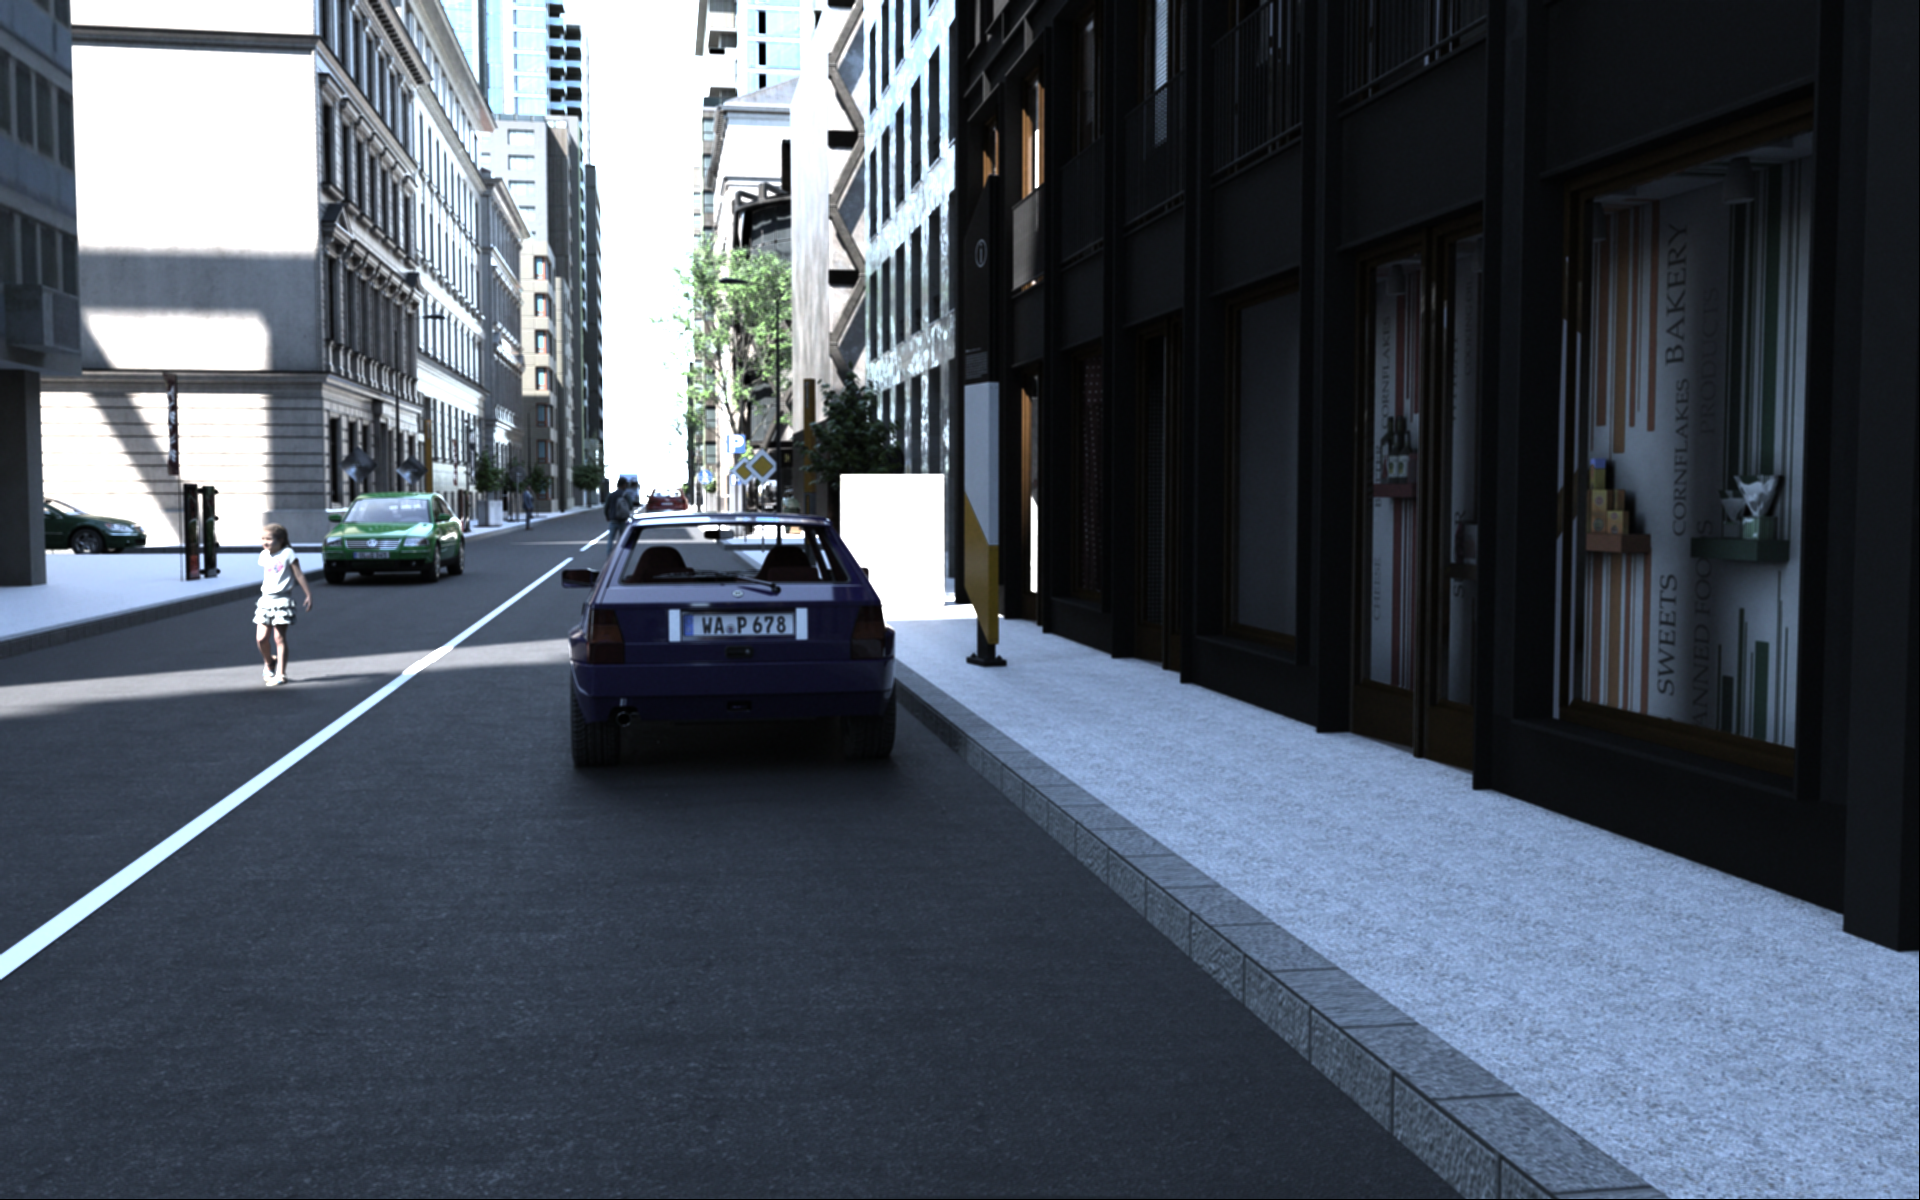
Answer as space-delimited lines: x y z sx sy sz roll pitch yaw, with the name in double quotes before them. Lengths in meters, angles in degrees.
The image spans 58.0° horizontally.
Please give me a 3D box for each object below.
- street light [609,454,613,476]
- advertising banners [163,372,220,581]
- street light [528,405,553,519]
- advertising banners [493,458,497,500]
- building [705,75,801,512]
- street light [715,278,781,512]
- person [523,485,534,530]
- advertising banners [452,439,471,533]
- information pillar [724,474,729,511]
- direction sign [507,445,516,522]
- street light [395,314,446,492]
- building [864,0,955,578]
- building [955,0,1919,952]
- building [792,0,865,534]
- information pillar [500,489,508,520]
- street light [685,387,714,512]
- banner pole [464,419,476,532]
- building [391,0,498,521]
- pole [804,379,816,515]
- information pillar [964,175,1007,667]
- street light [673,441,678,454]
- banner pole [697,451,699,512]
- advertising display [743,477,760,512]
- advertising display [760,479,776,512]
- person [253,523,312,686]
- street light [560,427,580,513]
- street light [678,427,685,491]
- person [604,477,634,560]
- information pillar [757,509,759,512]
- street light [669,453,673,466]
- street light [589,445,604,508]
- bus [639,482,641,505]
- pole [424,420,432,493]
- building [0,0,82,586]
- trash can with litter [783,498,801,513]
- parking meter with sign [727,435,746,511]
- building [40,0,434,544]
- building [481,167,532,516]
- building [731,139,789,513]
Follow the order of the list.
"street light" -41.050 -14.003 201.490 1.470 5.913 1.316 -1 4 -10
"advertising banners" -11.478 -1.815 25.864 0.090 3.025 2.074 0 4 -5
"street light" -21.812 -7.183 89.981 1.470 5.913 1.316 -1 4 -10
"advertising banners" -19.210 -4.611 71.578 0.090 3.025 2.074 -1 4 -16
"building" -9.233 -19.007 108.022 12.463 27.353 25.104 -1 4 -10
"street light" -4.478 -3.972 37.478 1.470 5.913 1.316 -1 4 -10
"person" -17.453 -3.749 69.983 0.419 1.800 0.721 0 3 0
"advertising banners" -16.225 -3.678 56.322 0.090 3.025 2.074 0 4 -2
"information pillar" -8.444 -3.601 63.366 0.304 2.012 0.304 -1 4 -17
"direction sign" -20.626 -5.354 79.527 0.379 3.537 0.876 -1 4 -17
"street light" -13.996 -4.422 44.845 1.470 5.913 1.316 -1 4 -10
"building" 4.535 -10.665 29.126 10.420 20.320 16.860 -1 4 -10
"building" 7.342 -11.210 12.958 12.332 23.373 15.834 -1 4 -10
"building" 3.538 -11.540 56.133 16.811 18.784 16.820 -1 4 -10
"information pillar" -22.162 -4.875 84.198 0.304 2.012 0.304 -2 4 -32
"street light" -11.006 -6.270 75.048 1.470 5.913 1.316 -1 4 -10
"banner pole" -16.500 -4.183 58.411 0.401 3.779 0.863 1 4 10
"building" -29.940 -14.871 76.419 16.112 22.955 30.059 -1 4 -10
"pole" -2.662 -2.256 30.721 0.158 3.312 0.155 0 3 0
"information pillar" 0.167 -1.324 13.007 0.183 3.616 0.504 -1 4 -22
"street light" -23.949 -10.900 150.753 1.470 5.913 1.316 -1 4 -10
"banner pole" -15.374 -6.828 101.654 0.401 3.779 0.863 -1 4 -11
"advertising display" -6.503 -2.957 53.556 0.123 1.923 0.974 1 4 14
"advertising display" -8.318 -4.279 75.178 0.974 1.923 0.123 -1 4 -21
"person" -5.095 0.026 13.093 0.505 1.210 0.382 1 4 12
"street light" -27.051 -9.027 120.127 1.470 5.913 1.316 -1 4 -10
"street light" -18.435 -8.969 119.191 1.470 5.913 1.316 -1 4 -10
"person" -7.170 -1.685 36.397 0.623 1.781 0.721 -1 4 -8
"information pillar" -9.071 -4.401 76.445 0.304 2.012 0.304 3 5 39
"street light" -31.639 -13.597 194.851 1.470 5.913 1.316 -1 4 -10
"street light" -34.710 -11.761 164.831 1.470 5.913 1.316 -1 4 -10
"bus" -44.528 -14.639 234.204 2.948 3.499 13.247 -1 4 -10
"pole" -14.663 -3.299 47.786 0.158 3.312 0.155 0 3 0
"building" -23.096 -19.820 15.937 23.993 40.220 32.217 -1 4 -10
"trash can with litter" -5.194 -2.636 54.493 0.624 1.170 1.055 -1 4 -21
"parking meter with sign" -6.656 -3.386 51.624 0.543 3.016 1.738 0 4 -7
"building" -22.616 -11.505 52.733 10.561 19.102 19.286 -1 4 -10
"building" -31.825 -16.262 102.041 11.583 22.565 21.152 -1 4 -10
"building" -3.109 -13.482 87.878 16.820 18.784 16.811 -1 4 -10
